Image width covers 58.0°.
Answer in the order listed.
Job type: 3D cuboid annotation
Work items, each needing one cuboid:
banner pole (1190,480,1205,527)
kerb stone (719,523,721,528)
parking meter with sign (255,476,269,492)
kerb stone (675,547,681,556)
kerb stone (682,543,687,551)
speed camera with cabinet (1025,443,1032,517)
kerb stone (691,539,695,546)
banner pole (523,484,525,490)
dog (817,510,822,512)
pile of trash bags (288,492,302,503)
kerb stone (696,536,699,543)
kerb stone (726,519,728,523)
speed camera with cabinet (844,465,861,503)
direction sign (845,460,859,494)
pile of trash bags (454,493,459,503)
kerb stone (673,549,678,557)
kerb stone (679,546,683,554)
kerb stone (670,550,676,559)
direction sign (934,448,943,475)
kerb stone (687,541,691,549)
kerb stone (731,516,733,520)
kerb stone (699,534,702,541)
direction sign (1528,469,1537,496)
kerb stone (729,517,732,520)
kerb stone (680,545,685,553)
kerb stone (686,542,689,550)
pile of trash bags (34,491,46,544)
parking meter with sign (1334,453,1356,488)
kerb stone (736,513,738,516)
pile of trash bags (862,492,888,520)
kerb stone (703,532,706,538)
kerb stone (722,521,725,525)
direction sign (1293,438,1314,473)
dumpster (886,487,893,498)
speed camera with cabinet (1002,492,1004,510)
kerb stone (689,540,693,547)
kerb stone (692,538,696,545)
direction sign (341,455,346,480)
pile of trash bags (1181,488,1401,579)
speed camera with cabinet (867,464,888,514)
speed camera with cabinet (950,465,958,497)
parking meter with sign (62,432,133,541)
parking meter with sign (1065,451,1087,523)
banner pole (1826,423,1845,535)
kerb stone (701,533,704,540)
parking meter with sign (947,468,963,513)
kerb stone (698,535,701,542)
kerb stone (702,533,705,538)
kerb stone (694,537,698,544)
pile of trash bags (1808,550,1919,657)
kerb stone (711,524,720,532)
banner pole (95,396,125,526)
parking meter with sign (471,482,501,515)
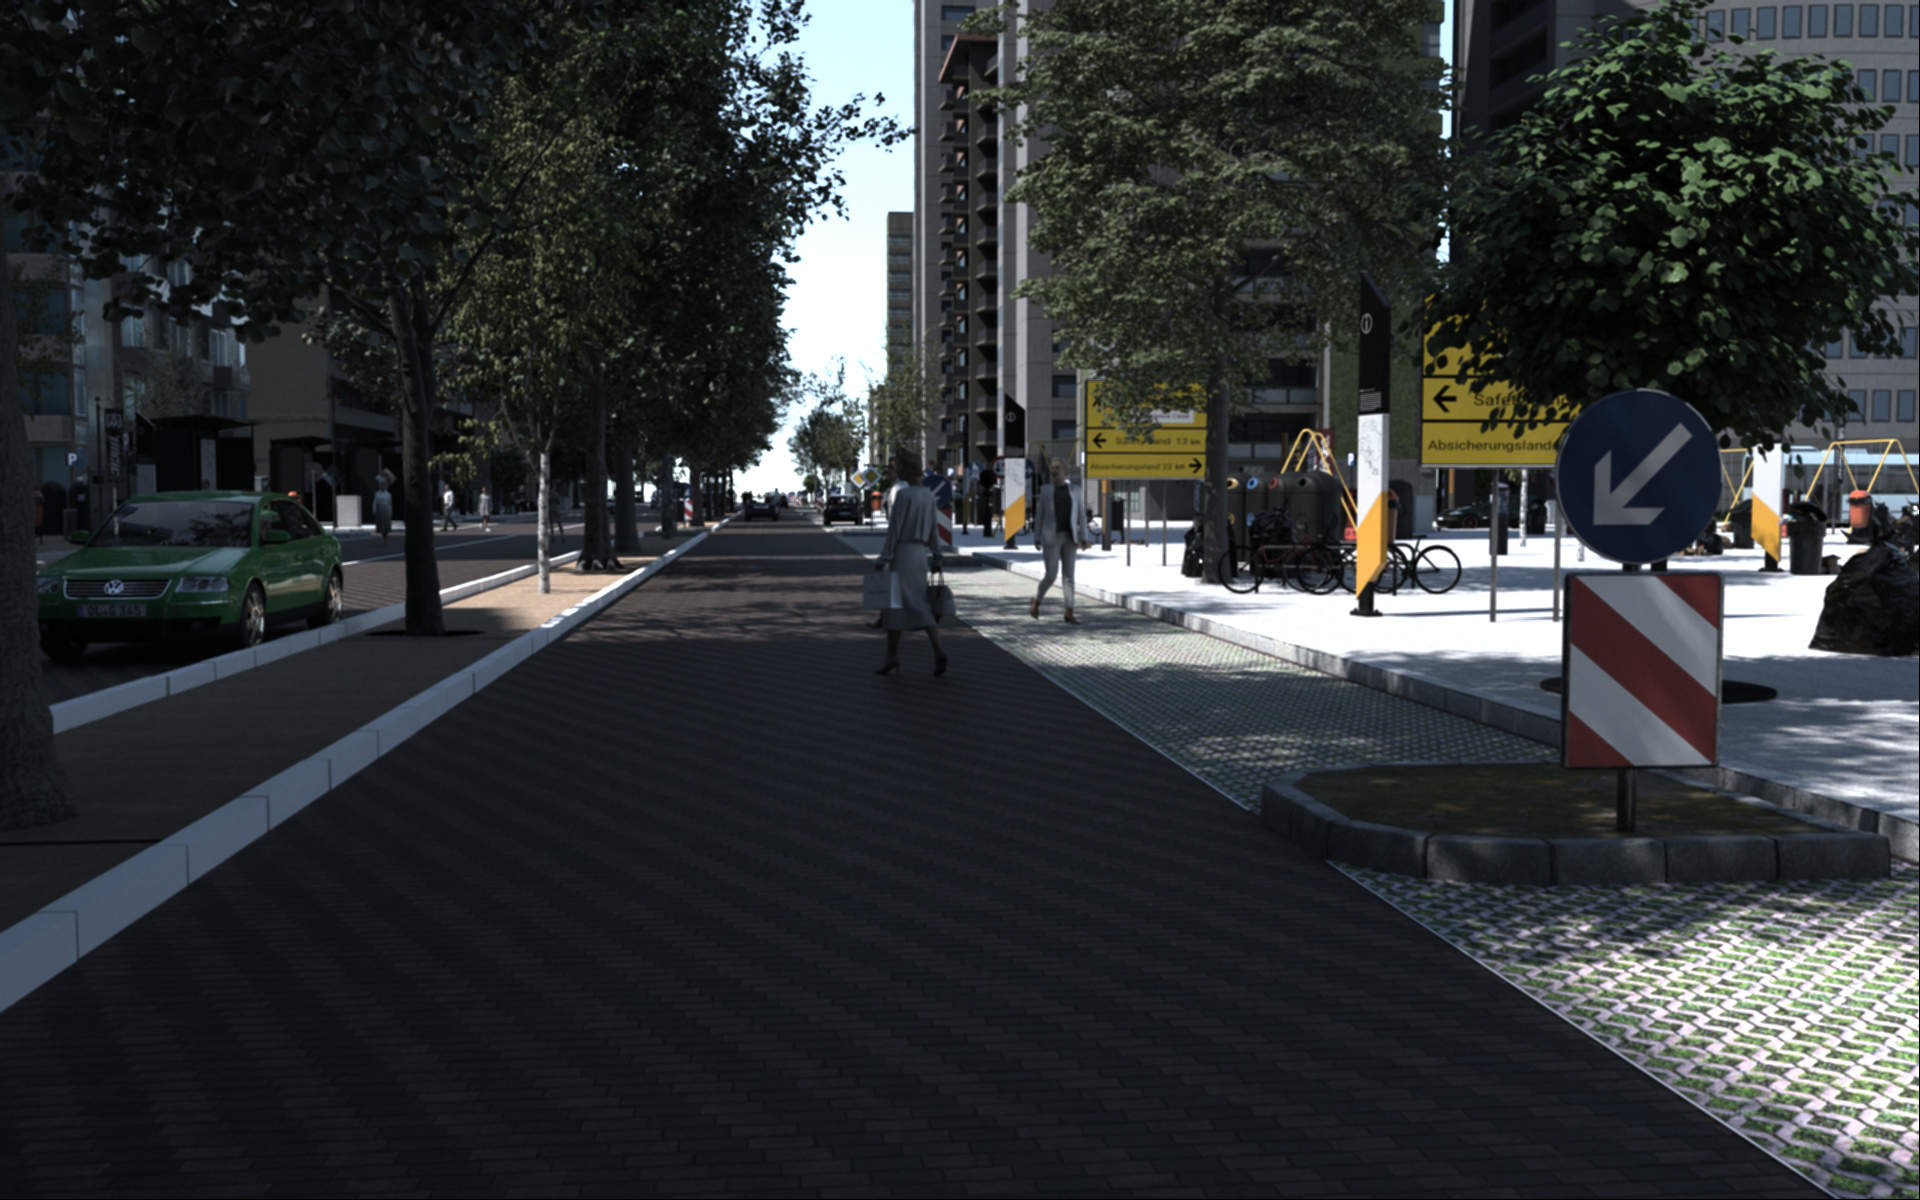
[{"bbox_3d":[9.433,-4.785,68.246,0.401,3.779,0.863,-3,4,-37],"label":"banner pole"},{"bbox_3d":[-9.903,-2.953,70.534,0.120,0.150,1.000,0,4,-6],"label":"kerb stone"},{"bbox_3d":[-30.164,-4.789,74.561,1.738,3.016,0.543,1,4,22],"label":"parking meter with sign"},{"bbox_3d":[-6.507,-1.054,39.432,0.120,0.150,1.000,0,4,-6],"label":"kerb stone"},{"bbox_3d":[-6.838,-1.237,42.484,0.120,0.150,1.000,0,4,-6],"label":"kerb stone"},{"bbox_3d":[3.168,-4.477,67.528,2.038,3.252,0.660,-2,4,-27],"label":"speed camera with cabinet"},{"bbox_3d":[-7.288,-1.491,46.571,0.120,0.150,1.000,0,4,-6],"label":"kerb stone"},{"bbox_3d":[-34.769,-8.983,136.892,0.863,3.779,0.401,1,4,17],"label":"banner pole"},{"bbox_3d":[-11.173,-7.334,136.744,0.800,0.831,0.513,-2,4,-30],"label":"dog"},{"bbox_3d":[-26.123,-3.464,66.389,1.912,1.369,3.447,0,4,2],"label":"pile of trash bags"},{"bbox_3d":[-7.622,-1.678,49.627,0.120,0.150,1.000,0,4,-6],"label":"kerb stone"},{"bbox_3d":[-11.026,-3.581,80.741,0.120,0.150,1.000,0,4,-6],"label":"kerb stone"},{"bbox_3d":[-7.459,-7.610,118.759,0.660,3.252,2.038,0,4,5],"label":"speed camera with cabinet"},{"bbox_3d":[-7.150,-7.502,114.649,0.876,3.537,0.379,0,4,0],"label":"direction sign"},{"bbox_3d":[-39.087,-7.842,137.971,3.447,1.369,1.912,2,4,31],"label":"pile of trash bags"},{"bbox_3d":[-6.395,-0.992,38.415,0.120,0.150,1.000,0,4,-6],"label":"kerb stone"},{"bbox_3d":[-6.620,-1.112,40.448,0.120,0.150,1.000,0,4,-6],"label":"kerb stone"},{"bbox_3d":[-6.283,-0.930,37.399,0.120,0.150,1.000,0,4,-6],"label":"kerb stone"},{"bbox_3d":[-0.996,-5.773,86.384,0.379,3.537,0.876,1,4,17],"label":"direction sign"},{"bbox_3d":[-7.061,-1.366,44.528,0.120,0.150,1.000,0,4,-6],"label":"kerb stone"},{"bbox_3d":[-12.143,-4.197,90.921,0.120,0.150,1.000,0,4,-6],"label":"kerb stone"},{"bbox_3d":[-7.843,-1.802,51.660,0.120,0.150,1.000,0,4,-6],"label":"kerb stone"},{"bbox_3d":[24.068,-4.954,72.996,0.876,3.537,0.379,-3,5,-43],"label":"direction sign"},{"bbox_3d":[-11.911,-4.079,88.884,0.120,0.150,1.000,0,4,-6],"label":"kerb stone"},{"bbox_3d":[-6.728,-1.172,41.468,0.120,0.150,1.000,0,4,-6],"label":"kerb stone"},{"bbox_3d":[-6.947,-1.303,43.507,0.120,0.150,1.000,0,4,-6],"label":"kerb stone"},{"bbox_3d":[-24.967,-2.128,44.550,3.447,1.369,1.912,1,4,17],"label":"pile of trash bags"},{"bbox_3d":[15.767,-4.693,72.985,1.738,3.016,0.543,-1,4,-17],"label":"parking meter with sign"},{"bbox_3d":[-13.594,-5.010,104.167,0.120,0.150,1.000,0,4,-6],"label":"kerb stone"},{"bbox_3d":[-3.071,-4.572,84.504,3.447,1.369,1.912,3,5,42],"label":"pile of trash bags"},{"bbox_3d":[-8.182,-1.987,54.716,0.120,0.150,1.000,0,4,-6],"label":"kerb stone"},{"bbox_3d":[-10.460,-3.269,75.638,0.120,0.150,1.000,0,4,-6],"label":"kerb stone"},{"bbox_3d":[13.859,-4.766,69.925,0.876,3.537,0.379,2,4,32],"label":"direction sign"},{"bbox_3d":[-3.942,-6.296,108.693,1.264,1.857,1.865,0,4,-6],"label":"dumpster"},{"bbox_3d":[3.307,-7.163,111.447,2.038,3.252,0.660,-3,5,-44],"label":"speed camera with cabinet"},{"bbox_3d":[-7.173,-1.423,45.551,0.120,0.150,1.000,0,4,-6],"label":"kerb stone"},{"bbox_3d":[-7.396,-1.551,47.596,0.120,0.150,1.000,0,4,-6],"label":"kerb stone"},{"bbox_3d":[-35.100,-6.562,99.290,0.876,3.537,0.379,1,4,20],"label":"direction sign"},{"bbox_3d":[5.101,-1.055,27.007,3.447,1.369,1.912,1,4,16],"label":"pile of trash bags"},{"bbox_3d":[-5.363,-7.256,112.979,0.660,3.252,2.038,-2,4,-28],"label":"speed camera with cabinet"},{"bbox_3d":[-0.450,-7.715,120.472,0.660,3.252,2.038,0,4,3],"label":"speed camera with cabinet"},{"bbox_3d":[-23.992,-3.176,48.184,0.543,3.016,1.738,3,5,44],"label":"parking meter with sign"},{"bbox_3d":[4.546,-4.521,70.178,1.738,3.016,0.543,-3,5,-44],"label":"parking meter with sign"},{"bbox_3d":[27.641,-3.945,54.524,0.401,3.779,0.863,0,4,5],"label":"banner pole"},{"bbox_3d":[-7.954,-1.865,52.684,0.120,0.150,1.000,0,4,-6],"label":"kerb stone"},{"bbox_3d":[-0.138,-7.404,117.309,0.543,3.016,1.738,2,4,35],"label":"parking meter with sign"},{"bbox_3d":[-7.732,-1.740,50.644,0.120,0.150,1.000,0,4,-6],"label":"kerb stone"},{"bbox_3d":[-8.061,-1.927,53.700,0.120,0.150,1.000,0,4,-6],"label":"kerb stone"},{"bbox_3d":[-7.505,-1.614,48.612,0.120,0.150,1.000,0,4,-6],"label":"kerb stone"},{"bbox_3d":[8.851,-0.268,14.134,3.447,1.369,1.912,-1,4,-21],"label":"pile of trash bags"},{"bbox_3d":[-9.685,-2.829,68.502,0.120,0.150,1.000,0,4,-6],"label":"kerb stone"},{"bbox_3d":[-21.921,-3.339,44.617,0.401,3.779,0.863,3,5,42],"label":"banner pole"},{"bbox_3d":[-28.940,-6.689,105.632,1.738,3.016,0.543,0,3,0],"label":"parking meter with sign"}]
